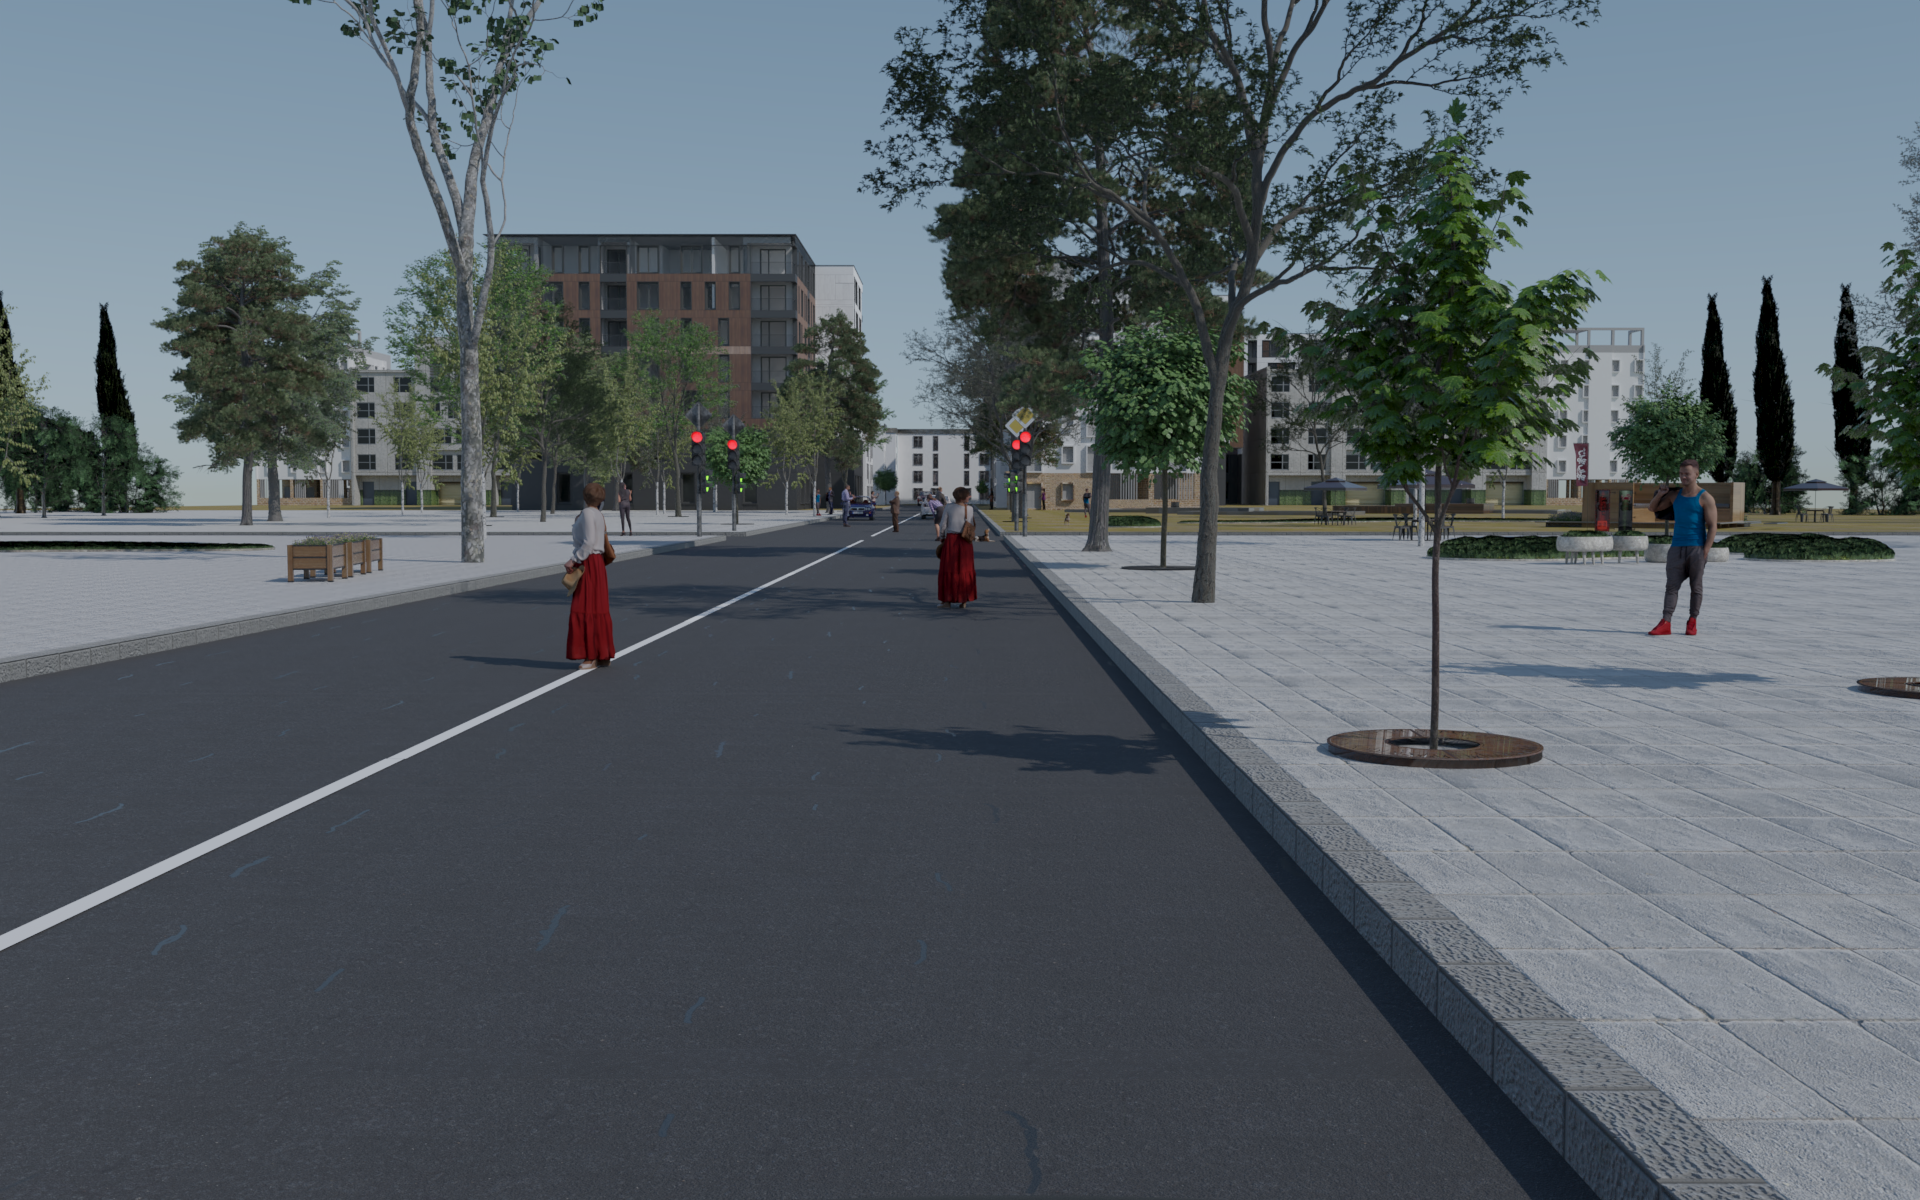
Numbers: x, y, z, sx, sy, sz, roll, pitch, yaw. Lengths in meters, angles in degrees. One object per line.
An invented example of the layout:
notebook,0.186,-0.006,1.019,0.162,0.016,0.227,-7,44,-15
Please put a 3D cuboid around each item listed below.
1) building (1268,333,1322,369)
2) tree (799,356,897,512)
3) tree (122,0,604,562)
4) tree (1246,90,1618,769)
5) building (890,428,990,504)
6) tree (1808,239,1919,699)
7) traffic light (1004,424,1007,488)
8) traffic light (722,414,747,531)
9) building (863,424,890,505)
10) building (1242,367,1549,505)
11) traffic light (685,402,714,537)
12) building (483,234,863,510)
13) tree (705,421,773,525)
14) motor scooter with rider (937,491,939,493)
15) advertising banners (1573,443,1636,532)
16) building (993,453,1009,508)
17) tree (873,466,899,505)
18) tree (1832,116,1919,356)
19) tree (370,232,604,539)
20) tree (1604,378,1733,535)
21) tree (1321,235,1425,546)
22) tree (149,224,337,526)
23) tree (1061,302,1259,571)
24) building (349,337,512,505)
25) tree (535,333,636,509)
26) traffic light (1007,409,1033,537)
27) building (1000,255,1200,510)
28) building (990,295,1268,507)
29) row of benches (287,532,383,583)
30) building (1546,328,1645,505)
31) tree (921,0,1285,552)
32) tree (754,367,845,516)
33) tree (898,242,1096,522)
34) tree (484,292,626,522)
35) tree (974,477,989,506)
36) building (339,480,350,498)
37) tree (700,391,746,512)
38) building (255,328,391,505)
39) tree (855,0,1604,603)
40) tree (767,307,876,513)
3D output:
building,33.656,-23.845,233.832,32.646,21.610,27.936,0,3,0
tree,-8.514,-12.268,126.338,9.928,11.665,9.643,0,3,0
tree,-10.423,-10.720,31.156,12.611,20.169,13.585,0,3,0
tree,2.370,-0.841,8.356,1.663,3.219,1.824,0,3,0
building,-8.093,-17.229,223.835,28.070,9.664,9.099,0,3,0
tree,6.321,-0.999,10.939,1.663,3.219,1.824,0,3,0
traffic light,1.942,-4.328,60.014,0.839,4.213,0.868,0,3,0
traffic light,-7.819,-4.328,60.008,0.839,4.213,0.868,0,3,0
building,-22.931,-16.183,206.737,28.070,9.664,9.099,0,3,0
building,50.088,-20.543,202.334,31.486,18.905,16.747,0,3,0
traffic light,-7.827,-3.840,52.023,0.839,4.213,0.868,0,3,0
building,-23.391,-18.870,152.500,27.936,21.610,32.646,0,3,0
tree,-9.388,-5.471,73.172,4.285,4.588,4.351,0,3,0
motor scooter with rider,-1.943,-9.120,158.076,0.876,1.779,1.986,0,4,0
advertising banners,21.949,-3.844,59.037,2.074,3.025,0.090,1,4,9
building,7.826,-13.512,163.064,9.099,9.664,28.070,0,3,0
tree,-8.558,-13.205,199.614,4.285,4.588,4.351,0,3,0
tree,27.021,-8.008,41.295,12.009,13.543,11.850,0,3,0
tree,-13.491,-6.074,49.665,4.737,8.622,4.395,0,3,0
tree,20.211,-4.022,49.469,4.285,4.588,4.351,0,3,0
tree,11.125,-5.632,42.452,4.360,8.622,3.978,0,3,0
tree,-29.053,-9.076,70.443,6.751,12.117,7.091,0,3,0
tree,3.406,-2.803,29.538,4.285,4.588,4.351,0,3,0
building,-52.785,-20.588,203.074,31.486,18.905,16.747,0,3,0
tree,-26.694,-12.469,121.997,7.486,12.596,7.792,0,3,0
traffic light,1.934,-3.840,52.029,0.839,4.213,0.868,0,3,0
building,11.407,-17.531,143.053,16.016,20.091,11.380,0,3,0
building,17.278,-21.408,194.003,27.936,21.610,32.646,0,3,0
row of benches,-9.700,-0.704,26.971,1.422,0.672,4.104,0,4,-8
building,71.521,-21.193,202.933,11.380,20.091,16.016,0,3,0
tree,3.217,-7.993,38.114,7.806,13.903,7.818,0,3,0
tree,-8.635,-9.168,100.251,4.737,8.622,4.395,0,3,0
tree,3.331,-11.043,90.929,12.009,13.543,11.850,0,3,0
tree,-18.851,-8.867,79.385,7.601,10.594,8.767,-2,4,-33
tree,2.670,-13.328,212.511,1.663,3.219,1.824,0,3,0
building,-68.454,-17.260,224.342,28.070,9.664,9.099,0,3,0
tree,-17.010,-10.438,121.027,4.360,8.622,3.978,0,3,0
building,-74.218,-21.217,203.316,11.380,20.091,16.016,0,3,0
tree,2.827,-5.224,19.831,8.767,10.594,7.601,0,4,5
tree,-9.043,-12.840,117.363,7.806,13.903,7.818,0,3,0
